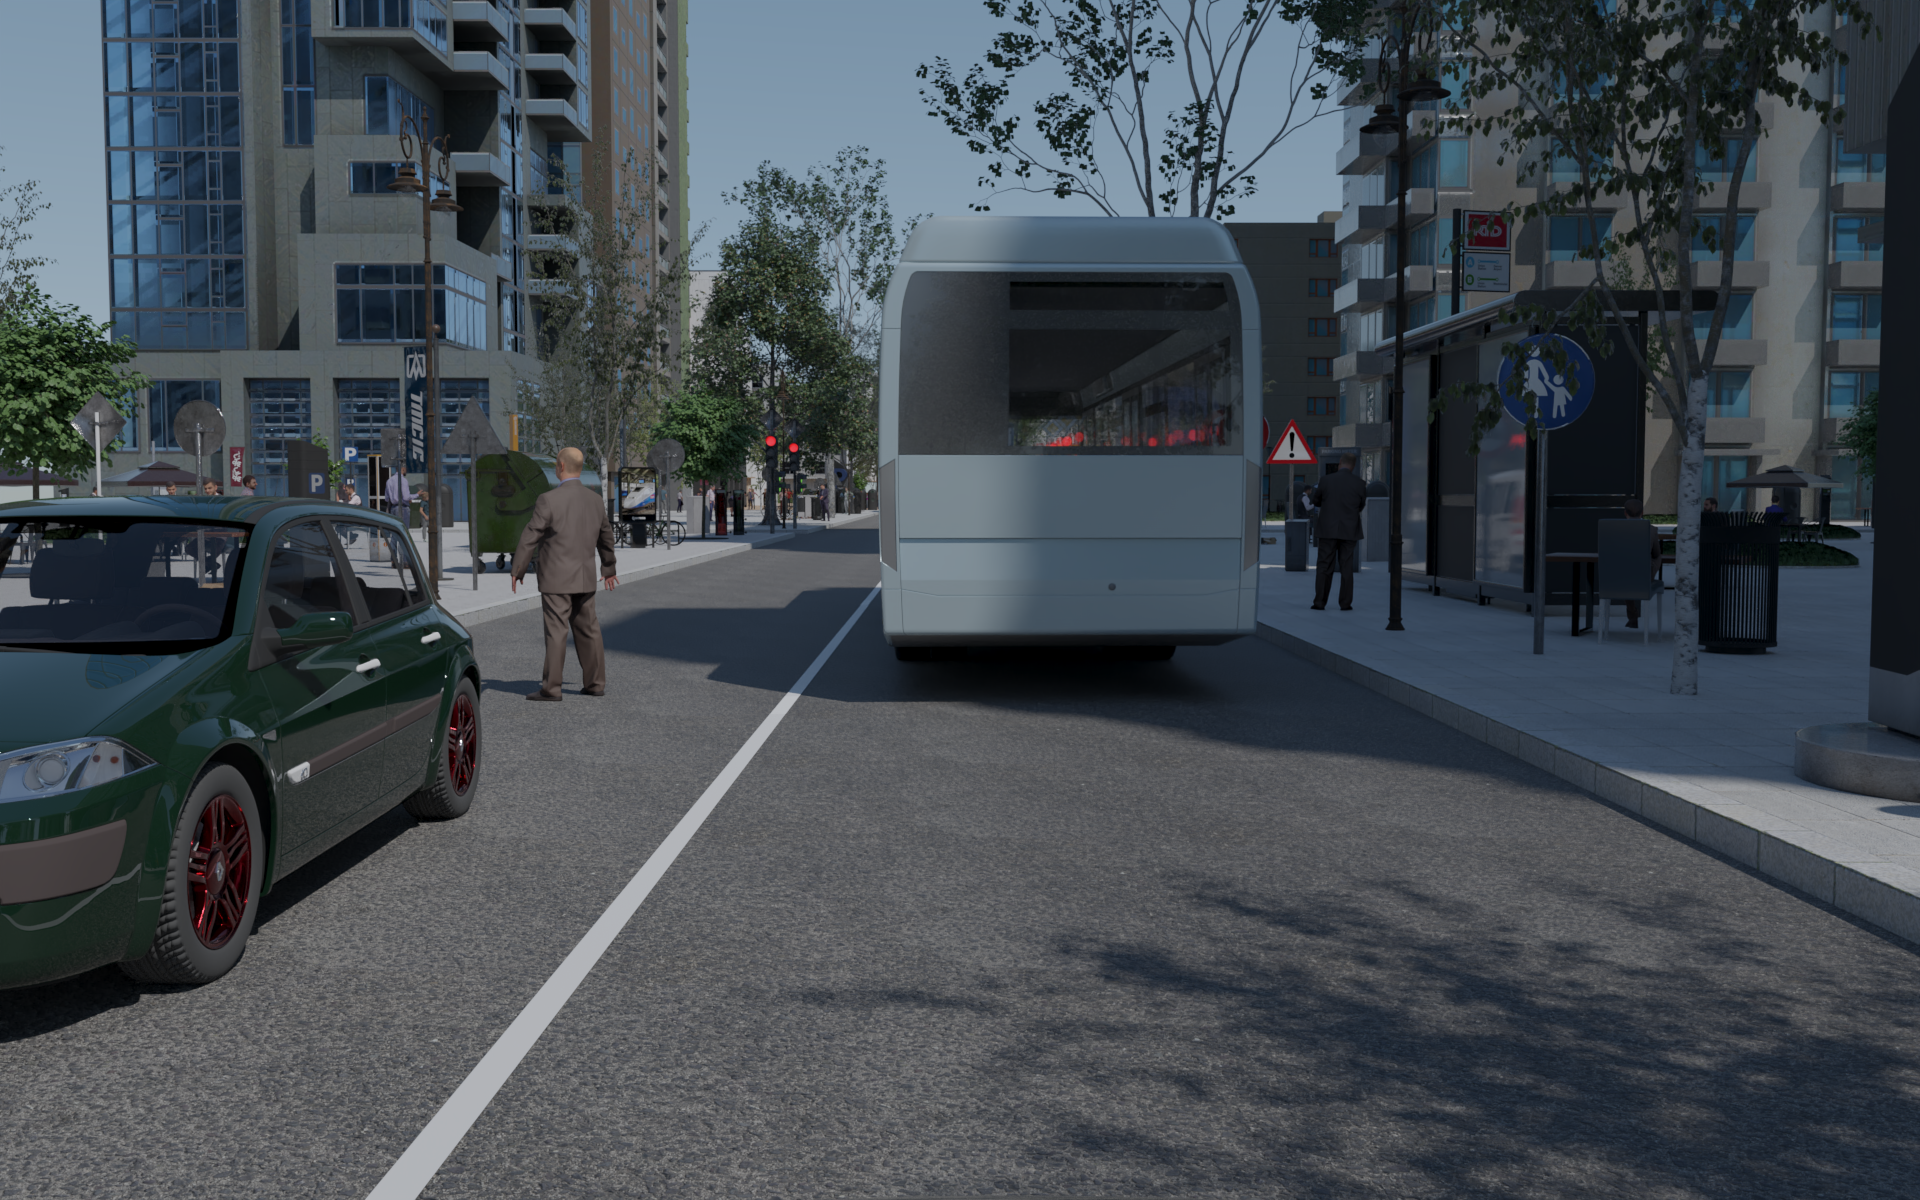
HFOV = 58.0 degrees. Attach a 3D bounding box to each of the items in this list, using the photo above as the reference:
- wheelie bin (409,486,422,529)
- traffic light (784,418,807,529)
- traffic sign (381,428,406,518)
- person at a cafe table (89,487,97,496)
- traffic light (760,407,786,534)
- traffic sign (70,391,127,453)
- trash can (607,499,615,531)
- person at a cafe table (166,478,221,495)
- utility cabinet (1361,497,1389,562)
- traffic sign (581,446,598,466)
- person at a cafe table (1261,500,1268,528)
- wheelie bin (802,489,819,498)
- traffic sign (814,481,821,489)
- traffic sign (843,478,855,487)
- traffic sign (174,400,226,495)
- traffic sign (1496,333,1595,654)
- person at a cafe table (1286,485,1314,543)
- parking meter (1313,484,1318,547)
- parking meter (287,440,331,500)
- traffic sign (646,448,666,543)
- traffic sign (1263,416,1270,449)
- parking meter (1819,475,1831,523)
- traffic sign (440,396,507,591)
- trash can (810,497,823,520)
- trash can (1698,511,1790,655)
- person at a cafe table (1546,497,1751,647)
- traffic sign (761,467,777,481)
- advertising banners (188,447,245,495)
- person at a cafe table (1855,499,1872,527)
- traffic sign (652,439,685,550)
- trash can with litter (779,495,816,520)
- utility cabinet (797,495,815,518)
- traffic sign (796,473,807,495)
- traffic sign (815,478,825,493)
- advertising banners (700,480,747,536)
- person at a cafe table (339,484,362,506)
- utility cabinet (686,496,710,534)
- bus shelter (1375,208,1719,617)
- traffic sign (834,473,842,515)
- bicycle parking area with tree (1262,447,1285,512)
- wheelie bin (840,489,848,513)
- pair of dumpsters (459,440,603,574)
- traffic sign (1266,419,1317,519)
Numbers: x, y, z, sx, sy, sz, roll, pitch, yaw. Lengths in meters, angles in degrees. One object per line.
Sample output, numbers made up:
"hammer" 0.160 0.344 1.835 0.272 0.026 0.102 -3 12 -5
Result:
"wheelie bin" -20.338 -3.427 63.940 0.693 1.594 0.980 2 4 27
"traffic light" -6.082 -4.585 63.886 0.839 4.253 0.868 0 4 0
"traffic sign" -8.715 -1.519 26.966 0.606 2.300 0.079 0 4 6
"person at a cafe table" -26.153 -2.732 53.183 1.622 1.524 1.698 -3 4 -37
"traffic light" -6.051 -4.097 55.901 0.839 4.253 0.868 0 4 0
"traffic sign" -11.067 -1.378 22.271 0.795 2.593 0.064 1 4 9
"trash can" -11.211 -2.626 54.590 0.748 1.137 0.748 0 3 0
"person at a cafe table" -14.988 -1.495 32.953 1.698 1.524 1.622 -2 4 -27
"utility cabinet" 8.078 -1.342 33.105 1.020 1.237 0.306 -2 4 -31
"traffic sign" -9.914 -2.787 45.669 0.768 2.556 0.104 0 4 1
"person at a cafe table" 10.789 -3.348 65.601 1.726 1.238 1.698 2 4 32
"wheelie bin" -9.262 -5.966 105.453 0.693 1.594 0.980 -3 4 -37
"traffic sign" -11.245 -8.254 137.079 0.606 2.300 0.079 0 4 1
"traffic sign" -7.796 -7.453 121.857 0.884 2.594 0.081 0 4 6
"traffic sign" -10.303 -1.429 23.471 0.768 2.556 0.104 1 4 9
"traffic sign" 4.639 -0.838 13.810 0.768 2.556 0.104 0 4 3
"person at a cafe table" 9.225 -2.201 44.498 1.622 1.524 1.698 -1 4 -11
"parking meter" 8.723 -2.044 41.822 0.372 1.533 0.369 0 3 0
"parking meter" -7.128 -0.812 18.994 0.255 1.863 0.399 2 4 26
"traffic sign" -7.925 -2.792 45.747 0.768 2.556 0.104 1 4 10
"traffic sign" 4.117 -1.538 25.251 0.768 2.556 0.104 1 4 9
"parking meter" 26.237 -2.864 52.542 0.255 1.863 0.399 1 4 17
"traffic sign" -6.449 -1.405 22.973 0.884 2.594 0.081 0 4 1
"trash can" -6.999 -4.482 84.938 0.748 1.137 0.748 0 3 0
"trash can" 6.293 -0.145 14.021 0.748 1.137 0.748 0 3 0
"person at a cafe table" 5.988 -0.272 15.307 1.698 1.238 1.726 2 4 29
"traffic sign" -8.462 -4.706 77.044 0.768 2.556 0.104 0 4 6
"advertising banners" -27.386 -4.130 63.711 2.074 3.025 0.090 -1 4 -17
"person at a cafe table" 36.623 -3.554 68.969 1.698 1.238 1.726 1 4 19
"traffic sign" -6.691 -2.423 39.729 0.768 2.556 0.104 0 4 3
"trash can with litter" -8.019 -4.826 89.970 2.233 1.210 1.678 2 4 35
"utility cabinet" -8.280 -4.986 92.682 1.020 1.237 0.306 -2 4 -31
"traffic sign" -9.498 -6.306 103.201 0.768 2.556 0.104 0 4 7
"traffic sign" -10.851 -8.195 134.095 0.768 2.556 0.104 1 4 9
"advertising banners" -7.349 -3.500 53.405 0.090 3.025 2.074 3 4 38
"person at a cafe table" -14.448 -1.933 40.125 1.622 1.524 1.698 -1 4 -23
"utility cabinet" -8.501 -2.758 56.258 0.306 1.237 1.020 1 4 22
"bus shelter" 6.753 -2.721 22.122 2.179 5.291 8.768 0 3 0
"traffic sign" -7.590 -6.435 105.221 0.884 2.594 0.081 1 4 9
"bicycle parking area with tree" 16.223 -7.263 105.745 8.231 4.147 9.016 1 4 19
"wheelie bin" -7.414 -6.438 113.171 0.980 1.594 0.693 -2 4 -31
"pair of dumpsters" -7.312 -1.666 29.734 1.574 2.255 4.437 0 4 0
"traffic sign" 5.784 -1.850 30.252 0.884 2.594 0.081 0 4 2
